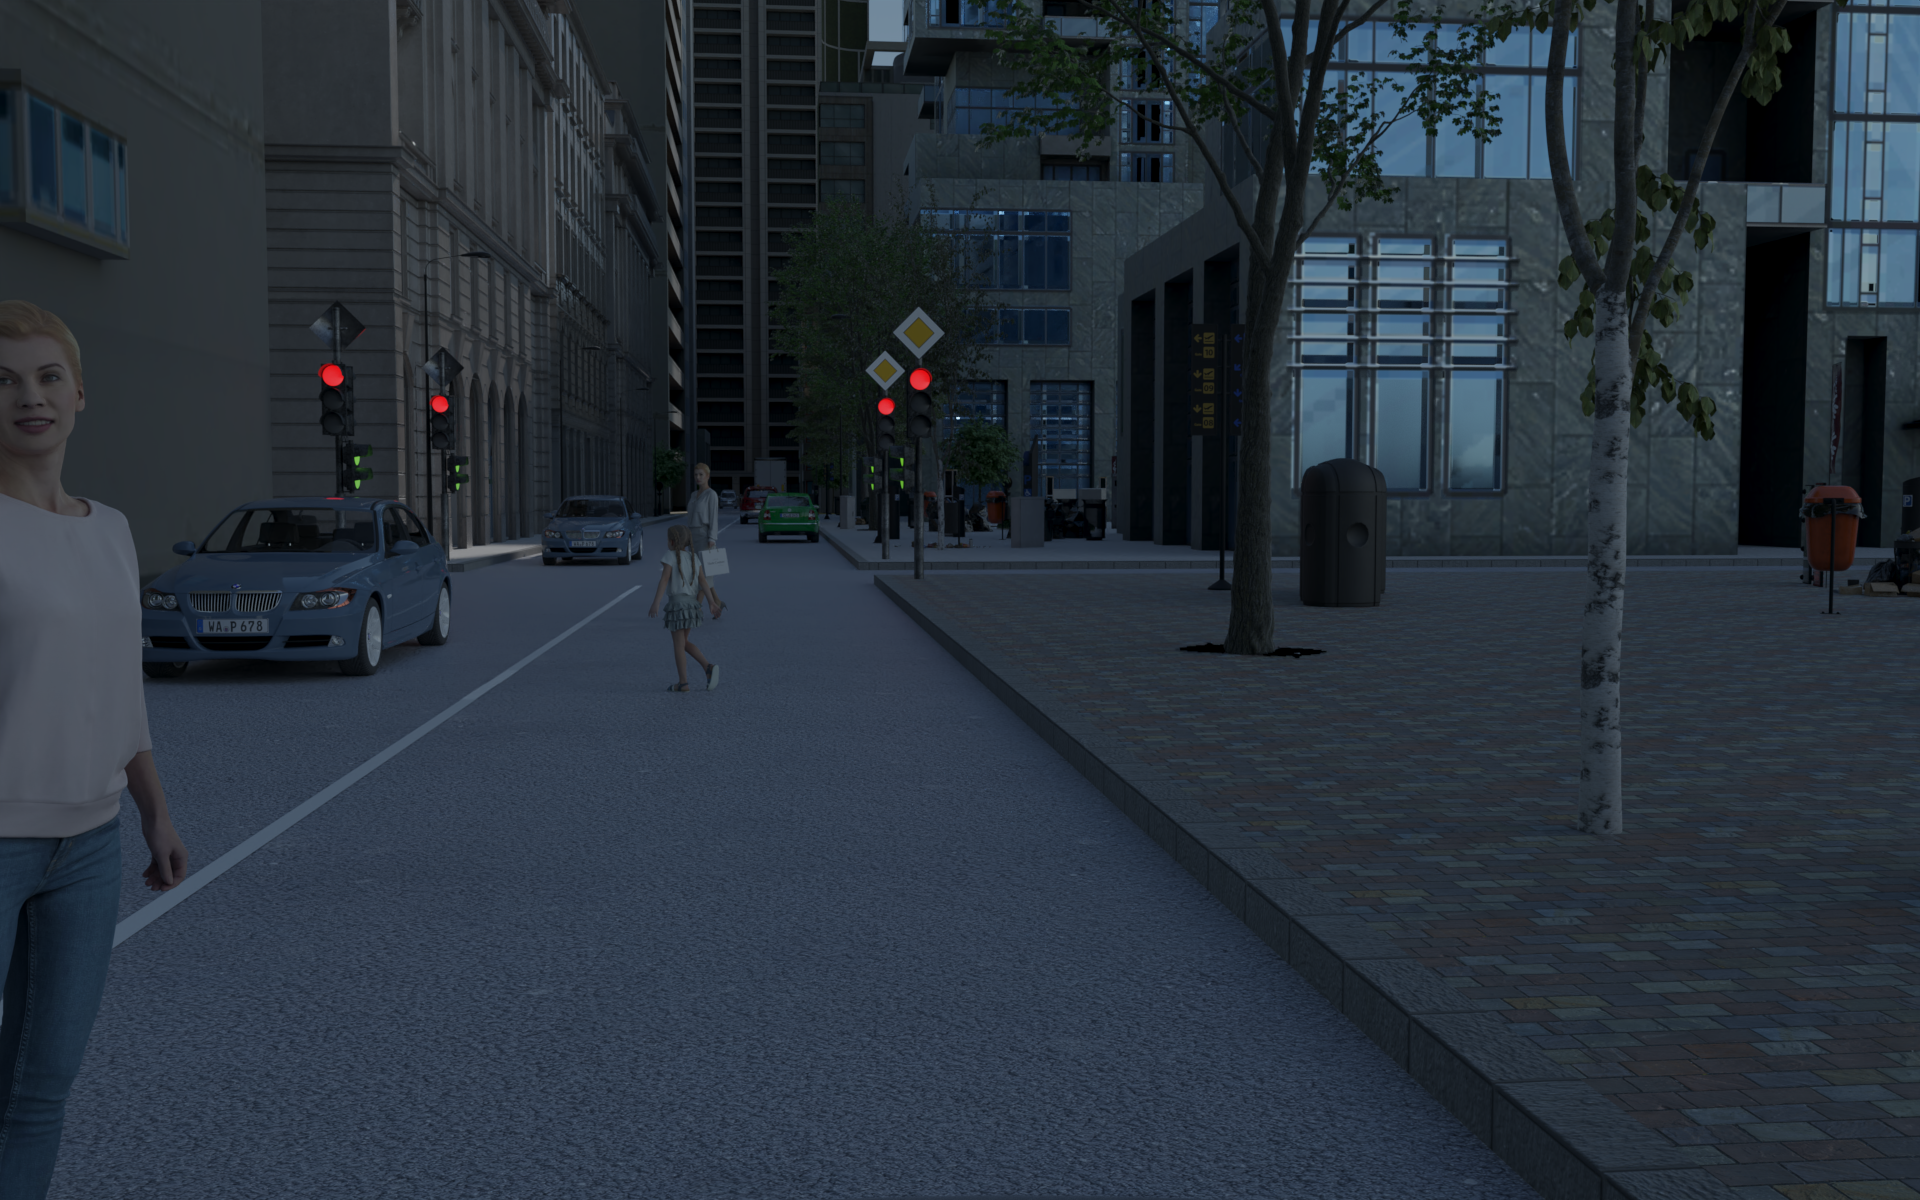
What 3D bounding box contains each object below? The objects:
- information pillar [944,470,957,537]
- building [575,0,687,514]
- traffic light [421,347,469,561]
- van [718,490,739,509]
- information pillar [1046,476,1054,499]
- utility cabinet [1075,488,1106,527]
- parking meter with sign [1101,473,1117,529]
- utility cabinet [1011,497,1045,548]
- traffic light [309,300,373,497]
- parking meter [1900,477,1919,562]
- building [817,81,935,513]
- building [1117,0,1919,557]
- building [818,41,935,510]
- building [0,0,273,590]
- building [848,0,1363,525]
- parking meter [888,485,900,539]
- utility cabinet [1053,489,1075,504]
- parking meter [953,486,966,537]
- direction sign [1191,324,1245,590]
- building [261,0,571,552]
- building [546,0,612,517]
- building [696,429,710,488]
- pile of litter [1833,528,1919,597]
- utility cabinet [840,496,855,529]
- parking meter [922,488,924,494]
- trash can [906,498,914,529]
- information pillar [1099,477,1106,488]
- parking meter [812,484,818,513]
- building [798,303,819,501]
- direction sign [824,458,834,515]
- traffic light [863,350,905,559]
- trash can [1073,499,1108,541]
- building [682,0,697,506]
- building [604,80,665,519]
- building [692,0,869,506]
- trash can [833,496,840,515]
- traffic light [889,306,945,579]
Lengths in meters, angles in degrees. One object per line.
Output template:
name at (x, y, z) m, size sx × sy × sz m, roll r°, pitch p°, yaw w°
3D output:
information pillar at (-0.281, -2.919, 52.223) m, size 0.304 × 2.012 × 0.304 m, roll 2°, pitch 4°, yaw 25°
building at (-29.997, -30.168, 116.940) m, size 21.300 × 48.544 × 21.600 m, roll 0°, pitch 4°, yaw -6°
traffic light at (-9.846, -2.702, 33.099) m, size 0.839 × 4.253 × 0.868 m, roll 0°, pitch 4°, yaw -6°
van at (-22.392, -9.813, 167.460) m, size 2.013 × 2.044 × 4.112 m, roll 0°, pitch 4°, yaw -6°
information pillar at (3.730, -4.142, 72.210) m, size 0.304 × 2.012 × 0.304 m, roll 0°, pitch 4°, yaw -3°
utility cabinet at (5.054, -3.524, 66.293) m, size 0.318 × 1.500 × 1.173 m, roll -3°, pitch 5°, yaw -43°
parking meter with sign at (5.930, -4.139, 63.939) m, size 1.738 × 3.016 × 0.543 m, roll 1°, pitch 4°, yaw 9°
utility cabinet at (1.625, -1.865, 41.661) m, size 0.306 × 1.237 × 1.020 m, roll 3°, pitch 4°, yaw 37°
traffic light at (-9.002, -2.216, 25.158) m, size 0.839 × 4.253 × 0.868 m, roll 0°, pitch 4°, yaw -6°
parking meter at (13.403, -0.970, 24.279) m, size 0.372 × 1.533 × 0.369 m, roll 0°, pitch 3°, yaw 0°
building at (-3.298, -21.642, 125.545) m, size 14.160 × 30.474 × 14.107 m, roll 0°, pitch 4°, yaw -6°
building at (20.132, -44.812, 45.354) m, size 31.000 × 86.520 × 22.319 m, roll 0°, pitch 4°, yaw -6°
building at (3.989, -27.722, 145.142) m, size 32.217 × 40.220 × 23.993 m, roll 0°, pitch 4°, yaw -6°
building at (-19.216, -23.741, 11.864) m, size 21.600 × 48.544 × 21.300 m, roll 0°, pitch 4°, yaw -6°
building at (5.698, -47.707, 92.679) m, size 22.319 × 86.520 × 31.000 m, roll 0°, pitch 4°, yaw -6°
parking meter at (-1.892, -2.488, 49.084) m, size 0.372 × 1.533 × 0.369 m, roll 0°, pitch 3°, yaw 0°
utility cabinet at (4.487, -4.116, 75.976) m, size 1.173 × 1.500 × 0.318 m, roll -1°, pitch 4°, yaw -22°
parking meter at (-0.030, -2.635, 51.494) m, size 0.372 × 1.533 × 0.369 m, roll 0°, pitch 3°, yaw 0°
direction sign at (3.514, -1.904, 23.129) m, size 0.876 × 3.537 × 0.379 m, roll 0°, pitch 4°, yaw -4°
building at (-17.822, -12.335, 43.485) m, size 13.314 × 21.916 × 24.055 m, roll 0°, pitch 4°, yaw -6°
building at (-18.859, -13.224, 65.362) m, size 9.793 × 20.994 × 18.267 m, roll 0°, pitch 4°, yaw -6°
building at (-40.782, -52.376, 169.019) m, size 31.000 × 86.520 × 22.319 m, roll 0°, pitch 4°, yaw -6°
pile of litter at (11.921, -0.480, 21.813) m, size 1.176 × 0.858 × 1.719 m, roll -1°, pitch 4°, yaw -22°
utility cabinet at (-4.133, -3.222, 63.840) m, size 0.306 × 1.237 × 1.020 m, roll 1°, pitch 4°, yaw 14°
parking meter at (-1.649, -3.795, 70.466) m, size 0.372 × 1.533 × 0.369 m, roll 0°, pitch 3°, yaw 0°
trash can at (-1.641, -3.229, 64.452) m, size 0.748 × 1.137 × 0.748 m, roll 0°, pitch 3°, yaw 0°
information pillar at (6.227, -4.355, 75.699) m, size 0.304 × 2.012 × 0.304 m, roll 0°, pitch 4°, yaw -1°
parking meter at (-8.164, -5.619, 97.586) m, size 0.255 × 1.863 × 0.399 m, roll -2°, pitch 4°, yaw -34°
building at (-1.908, -19.976, 171.640) m, size 27.650 × 21.520 × 28.899 m, roll 0°, pitch 4°, yaw -6°
direction sign at (-8.191, -7.103, 108.134) m, size 0.876 × 3.537 × 0.379 m, roll 3°, pitch 5°, yaw 41°
traffic light at (-1.484, -2.757, 34.001) m, size 0.839 × 4.253 × 0.868 m, roll 0°, pitch 4°, yaw -6°
trash can at (3.711, -2.212, 47.820) m, size 0.748 × 1.137 × 0.748 m, roll 0°, pitch 3°, yaw 0°
building at (-32.971, -36.656, 141.320) m, size 21.231 × 58.520 × 28.212 m, roll 0°, pitch 4°, yaw -6°
building at (-22.122, -14.950, 86.230) m, size 13.314 × 21.916 × 24.055 m, roll 0°, pitch 4°, yaw -6°
building at (-20.802, -46.648, 200.950) m, size 20.611 × 71.187 × 20.563 m, roll 0°, pitch 4°, yaw -6°
trash can at (-7.263, -5.673, 104.405) m, size 0.748 × 1.137 × 0.748 m, roll 0°, pitch 3°, yaw 0°
traffic light at (-0.639, -2.272, 26.060) m, size 0.839 × 4.253 × 0.868 m, roll 0°, pitch 4°, yaw -6°
